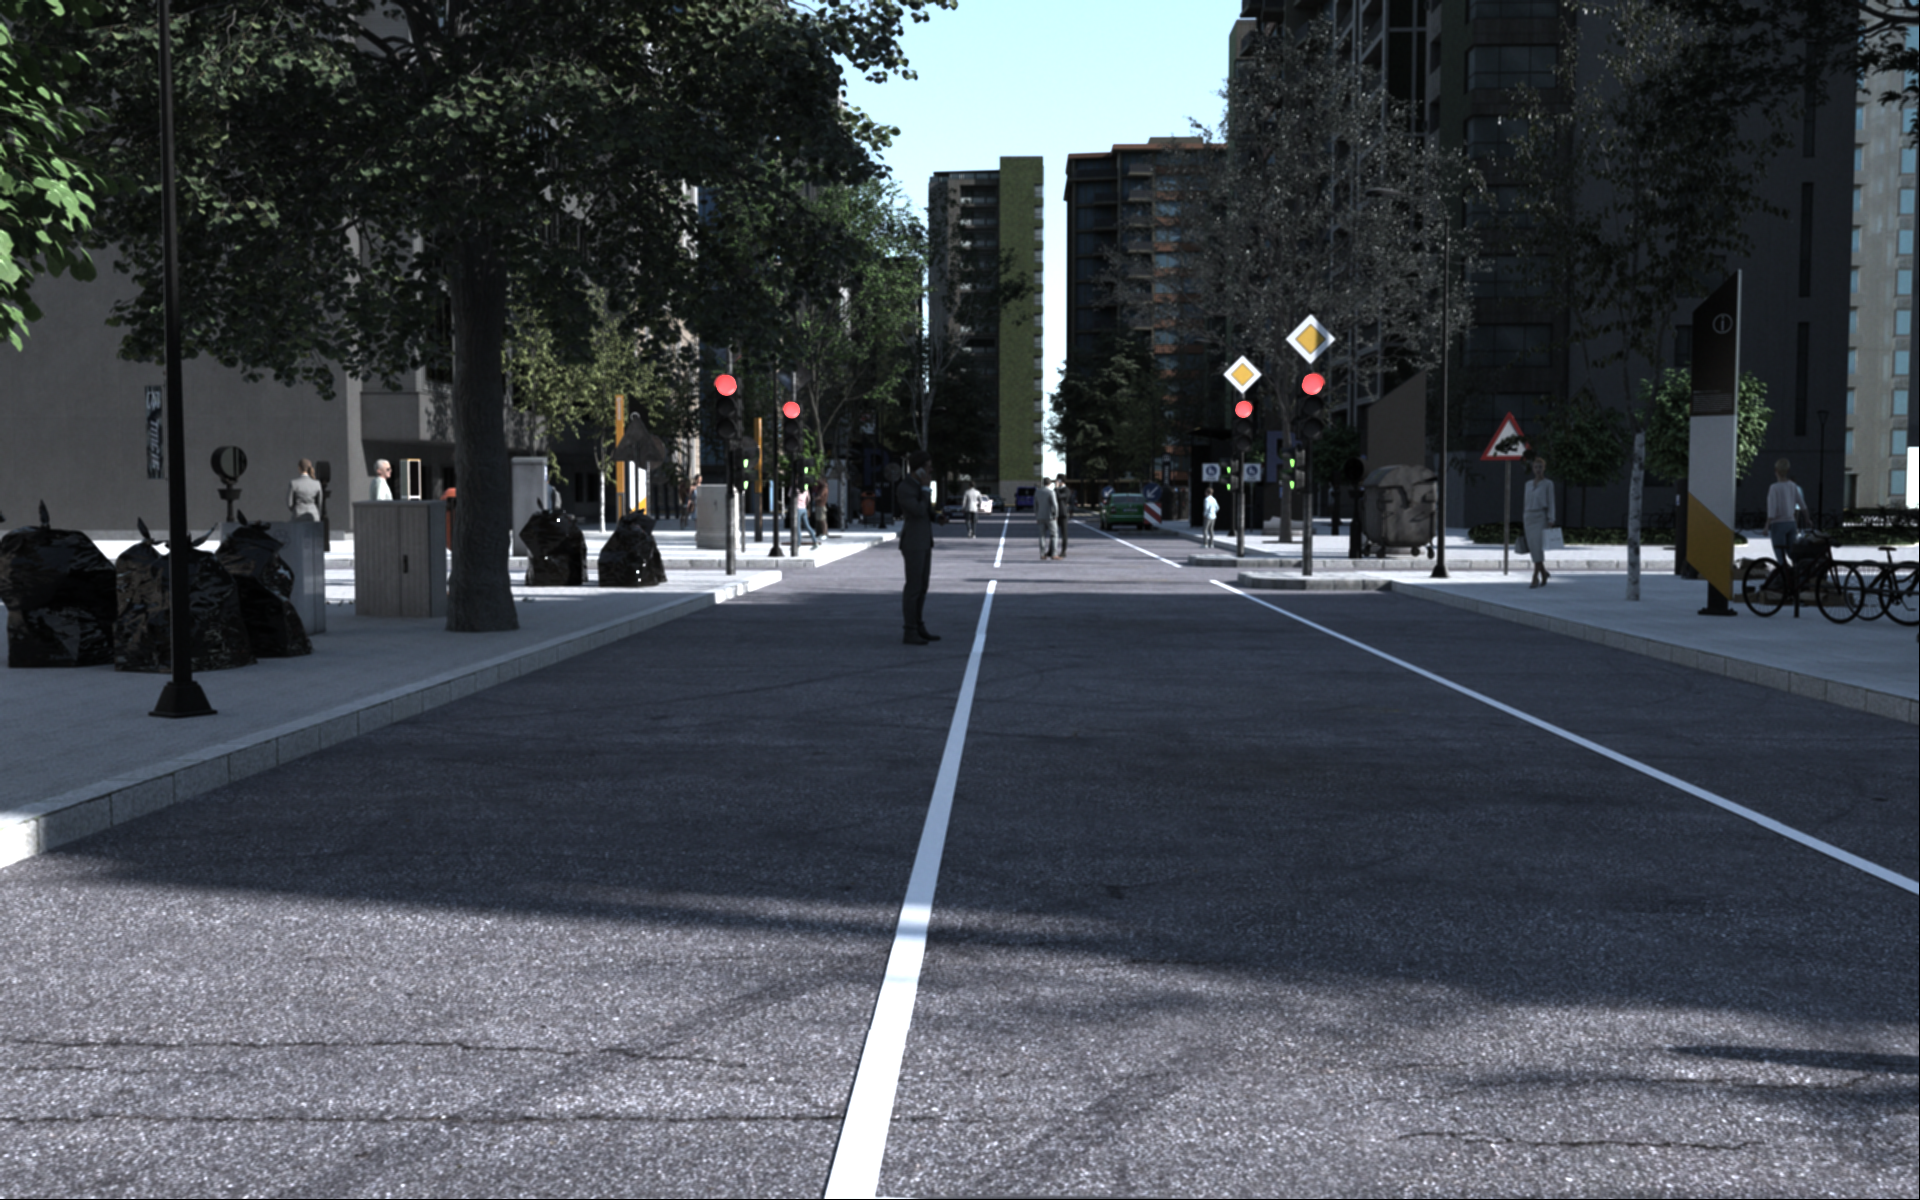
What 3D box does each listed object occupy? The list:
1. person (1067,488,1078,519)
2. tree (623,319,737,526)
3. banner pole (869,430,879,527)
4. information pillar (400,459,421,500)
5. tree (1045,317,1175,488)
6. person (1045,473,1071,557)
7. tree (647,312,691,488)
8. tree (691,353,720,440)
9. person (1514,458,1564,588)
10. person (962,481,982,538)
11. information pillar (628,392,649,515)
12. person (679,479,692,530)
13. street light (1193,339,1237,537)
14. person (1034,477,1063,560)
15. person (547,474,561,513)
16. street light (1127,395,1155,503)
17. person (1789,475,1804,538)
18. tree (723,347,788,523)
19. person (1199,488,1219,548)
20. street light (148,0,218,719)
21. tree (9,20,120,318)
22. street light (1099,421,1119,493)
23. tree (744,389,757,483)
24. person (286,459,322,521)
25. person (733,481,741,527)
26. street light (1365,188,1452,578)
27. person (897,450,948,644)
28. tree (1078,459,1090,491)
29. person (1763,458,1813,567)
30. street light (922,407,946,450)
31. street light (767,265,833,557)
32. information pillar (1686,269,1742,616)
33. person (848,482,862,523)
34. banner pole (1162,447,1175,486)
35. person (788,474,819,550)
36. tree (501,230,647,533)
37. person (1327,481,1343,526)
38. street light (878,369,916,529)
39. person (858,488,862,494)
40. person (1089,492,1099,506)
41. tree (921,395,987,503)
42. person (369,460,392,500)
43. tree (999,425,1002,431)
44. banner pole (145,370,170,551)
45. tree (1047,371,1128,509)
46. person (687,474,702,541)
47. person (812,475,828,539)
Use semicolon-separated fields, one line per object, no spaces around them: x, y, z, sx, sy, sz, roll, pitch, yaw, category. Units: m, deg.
6.325;-5.483;98.499;0.716;1.782;0.532;-2;4;-28;person
-11.344;-7.327;70.159;4.360;8.622;3.978;0;3;0;tree
-3.344;-4.731;67.364;0.401;3.779;0.863;0;4;-6;banner pole
-11.623;-1.968;36.667;0.304;2.012;0.304;3;5;40;information pillar
11.047;-13.445;126.479;9.857;13.997;8.962;0;3;0;tree
2.219;-1.926;39.357;0.474;1.900;0.648;-3;4;-37;person
-11.683;-6.551;57.473;4.737;8.622;4.395;0;3;0;tree
-11.913;-7.051;65.638;4.737;8.622;4.395;0;3;0;tree
7.985;-1.063;23.781;0.624;1.780;0.694;-2;4;-24;person
0.402;-2.939;56.394;0.661;1.843;0.795;-1;4;-8;person
-7.432;-2.978;40.045;0.504;3.616;0.183;-2;4;-32;information pillar
-9.860;-3.441;62.279;0.580;1.828;0.573;0;4;6;person
7.690;-4.868;52.135;1.470;5.913;1.316;0;4;2;street light
1.903;-1.787;37.819;0.635;1.810;0.391;2;4;28;person
-10.211;-2.224;42.747;0.721;1.781;0.623;1;4;16;person
8.509;-6.634;81.005;1.470;5.913;1.316;0;4;2;street light
23.883;-2.662;49.580;0.660;1.820;0.620;-2;4;-26;person
-9.512;-7.731;76.765;4.737;8.622;4.395;0;3;0;tree
6.662;-2.202;46.320;0.589;1.601;0.330;-3;4;-37;person
-3.977;-2.283;9.868;1.470;5.913;1.316;0;4;2;street light
-12.623;-4.374;21.885;4.360;8.622;3.978;0;3;0;tree
9.494;-8.399;109.870;1.470;5.913;1.316;0;4;2;street light
-11.452;-8.090;82.638;4.360;8.622;3.978;0;3;0;tree
-9.535;-1.143;25.006;0.573;1.790;0.520;3;4;37;person
-8.225;-3.461;63.305;0.731;1.740;0.598;3;5;39;person
6.847;-3.298;26.467;1.470;5.913;1.316;0;4;2;street light
-0.345;-0.511;16.654;0.447;1.846;0.655;1;4;13;person
12.494;-12.564;155.776;4.737;8.622;4.395;0;3;0;tree
10.764;-0.953;22.290;0.731;1.740;0.598;-3;4;-37;person
-1.472;-7.366;92.975;1.470;5.913;1.316;0;4;2;street light
-3.222;-3.835;35.239;1.470;5.913;1.316;0;4;2;street light
7.976;-1.649;18.313;0.183;3.616;0.504;-3;5;-43;information pillar
-4.627;-4.284;76.194;0.694;1.812;0.767;-2;4;-34;person
11.124;-6.235;91.953;0.863;3.779;0.401;0;4;6;banner pole
-3.578;-2.022;39.687;0.643;1.750;0.593;2;4;27;person
-11.866;-6.056;49.372;4.737;8.622;4.395;0;3;0;tree
14.946;-3.873;69.495;0.853;1.813;0.709;-2;4;-29;person
-2.337;-5.600;64.107;1.470;5.913;1.316;0;4;2;street light
-9.113;-9.112;155.032;1.348;1.823;0.705;3;4;38;person
14.256;-10.810;183.496;1.217;1.735;0.721;0;4;-2;person
-1.025;-13.408;153.640;8.767;10.594;7.601;3;5;39;tree
-8.179;-1.093;24.397;0.515;1.767;0.782;-2;4;-27;person
-1.675;-13.755;131.554;9.857;13.997;8.962;0;3;0;tree
-16.206;-2.759;35.128;0.863;3.779;0.401;2;4;25;banner pole
11.066;-13.401;144.859;9.928;11.665;9.643;0;3;0;tree
-6.955;-2.425;45.785;0.616;1.811;0.778;-2;4;-24;person
-3.976;-2.665;49.587;0.580;1.828;0.573;2;4;30;person
